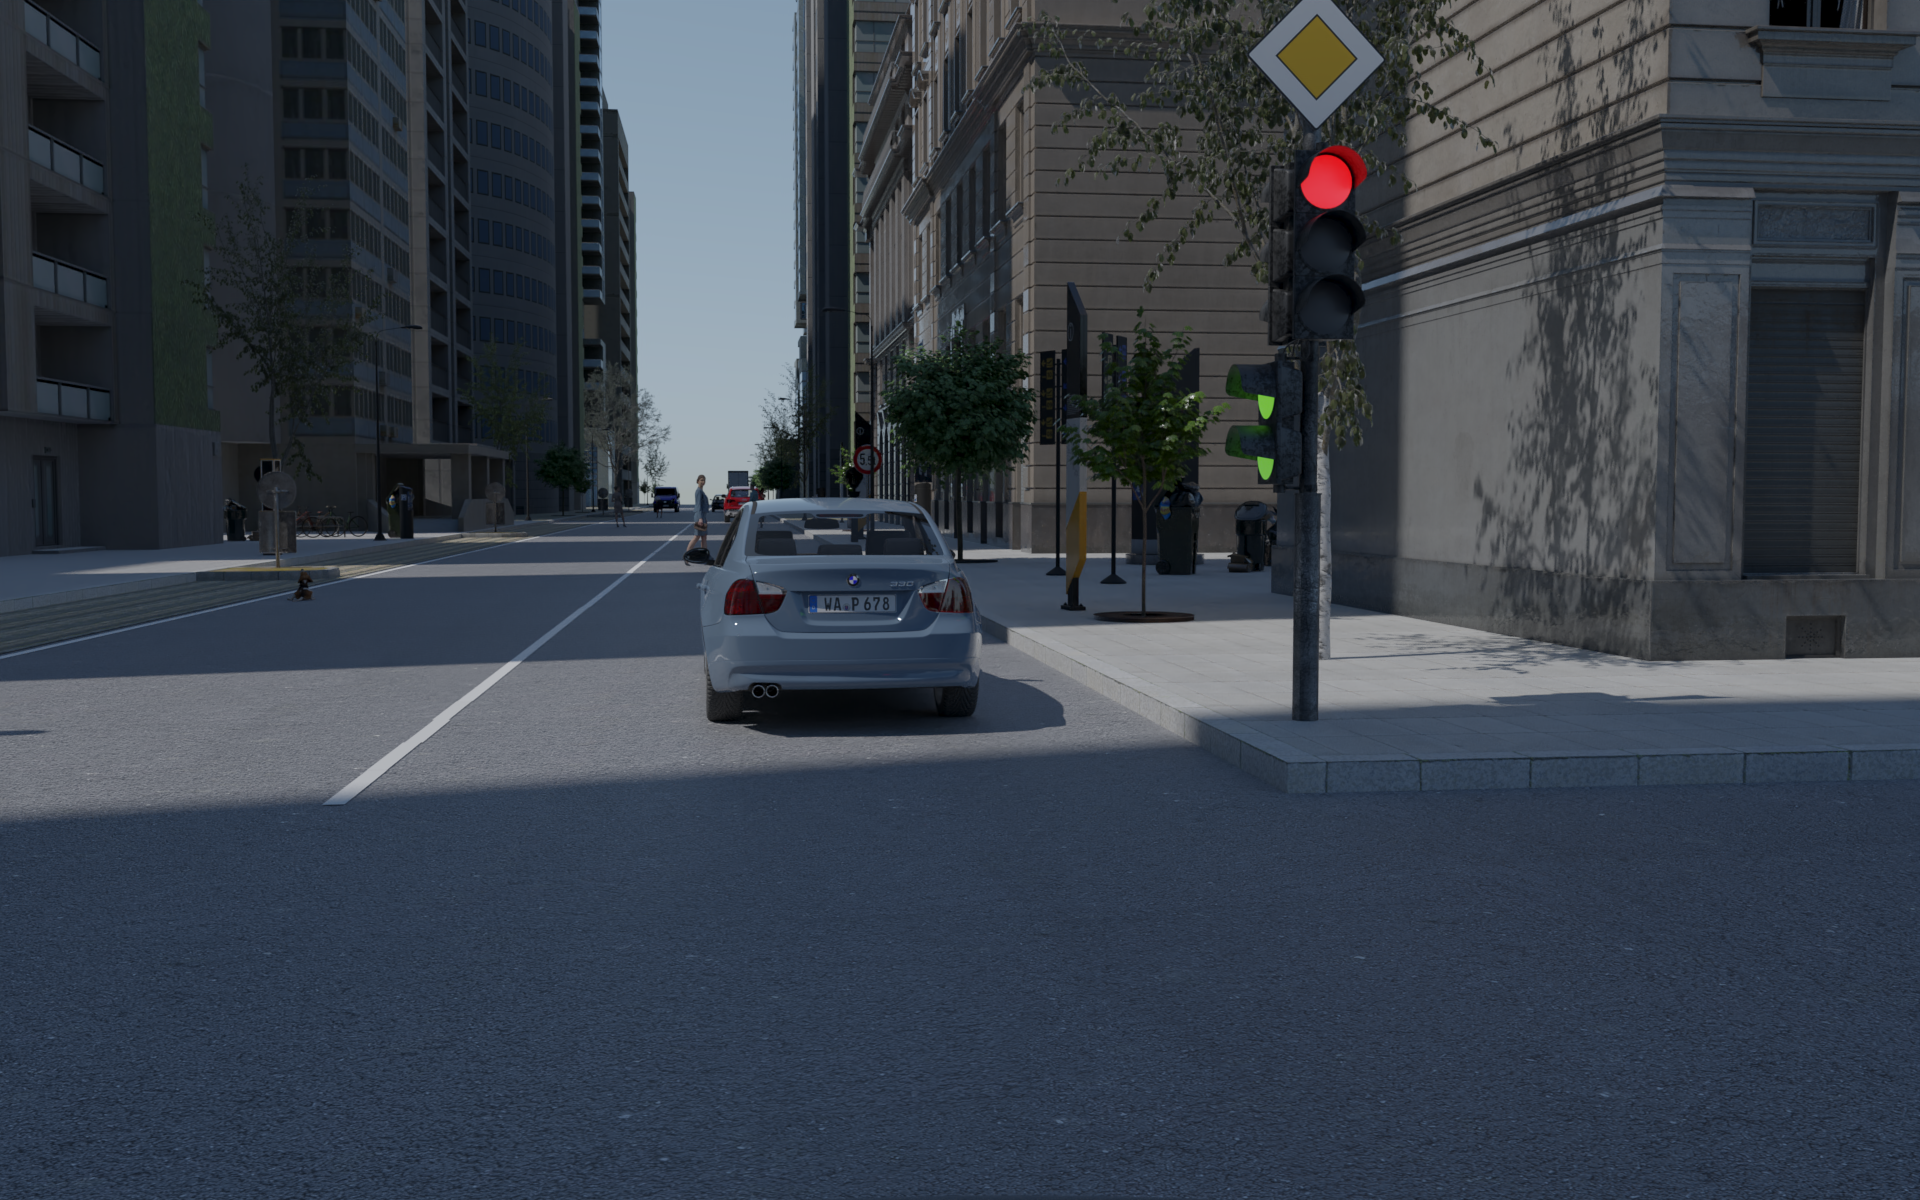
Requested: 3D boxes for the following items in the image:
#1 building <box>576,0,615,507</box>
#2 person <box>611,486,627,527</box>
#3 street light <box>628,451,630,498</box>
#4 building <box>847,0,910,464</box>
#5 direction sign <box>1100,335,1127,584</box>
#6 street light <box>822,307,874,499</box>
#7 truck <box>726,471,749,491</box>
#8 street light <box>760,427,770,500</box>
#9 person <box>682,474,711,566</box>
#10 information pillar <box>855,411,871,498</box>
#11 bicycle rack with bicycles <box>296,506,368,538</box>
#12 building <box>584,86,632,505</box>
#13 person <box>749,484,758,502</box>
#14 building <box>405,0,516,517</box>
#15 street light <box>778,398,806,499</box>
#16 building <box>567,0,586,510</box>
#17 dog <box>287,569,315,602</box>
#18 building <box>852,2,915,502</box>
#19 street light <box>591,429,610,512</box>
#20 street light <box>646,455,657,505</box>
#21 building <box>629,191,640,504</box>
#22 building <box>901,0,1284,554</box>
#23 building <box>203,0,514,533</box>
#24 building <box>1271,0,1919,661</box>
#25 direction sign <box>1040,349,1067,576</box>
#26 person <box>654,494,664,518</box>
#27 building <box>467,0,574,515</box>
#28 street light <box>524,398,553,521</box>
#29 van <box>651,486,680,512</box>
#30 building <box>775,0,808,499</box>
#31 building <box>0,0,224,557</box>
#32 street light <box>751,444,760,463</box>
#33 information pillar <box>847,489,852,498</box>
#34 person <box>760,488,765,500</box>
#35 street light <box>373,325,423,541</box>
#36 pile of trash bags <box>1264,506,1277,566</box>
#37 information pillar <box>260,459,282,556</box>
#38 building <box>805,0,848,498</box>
[{"bbox_3d":[-47.389,-53.056,180.138,22.319,86.520,31.000,0,4,-8],"label":"building"},{"bbox_3d":[-14.737,-4.037,74.842,0.599,1.781,0.374,1,4,15],"label":"person"},{"bbox_3d":[-31.395,-11.895,167.024,1.470,5.913,1.316,0,4,-8],"label":"street light"},{"bbox_3d":[0.689,-25.186,95.380,14.154,41.232,14.086,0,4,-8],"label":"building"},{"bbox_3d":[2.199,-2.002,24.723,0.379,3.537,0.876,2,4,27],"label":"direction sign"},{"bbox_3d":[-2.736,-4.325,43.263,1.470,5.913,1.316,0,4,-8],"label":"street light"},{"bbox_3d":[-27.183,-13.654,212.154,2.839,4.237,11.283,0,4,-8],"label":"truck"},{"bbox_3d":[-12.894,-9.014,119.925,1.470,5.913,1.316,0,4,-8],"label":"street light"},{"bbox_3d":[-5.222,-1.596,34.610,0.654,1.822,0.581,1,4,14],"label":"person"},{"bbox_3d":[-2.746,-3.523,48.959,0.504,3.616,0.183,-1,4,-16],"label":"information pillar"},{"bbox_3d":[-19.152,-2.333,51.520,2.925,0.926,2.852,-2,4,-25],"label":"bicycle rack with bicycles"},{"bbox_3d":[-50.889,-35.695,207.314,21.300,48.544,21.600,0,4,-8],"label":"building"},{"bbox_3d":[-8.699,-3.968,73.244,0.748,1.841,0.638,3,5,40],"label":"person"},{"bbox_3d":[-34.814,-39.902,90.647,20.563,71.187,20.611,0,4,-8],"label":"building"},{"bbox_3d":[-8.053,-6.791,83.571,1.470,5.913,1.316,0,4,-8],"label":"street light"},{"bbox_3d":[-37.581,-27.735,137.069,14.154,41.232,14.086,0,4,-8],"label":"building"},{"bbox_3d":[-8.971,-0.199,23.454,0.550,0.427,0.748,1,4,20],"label":"dog"},{"bbox_3d":[2.918,-14.184,73.713,13.314,21.916,24.055,0,4,-8],"label":"building"},{"bbox_3d":[-25.554,-9.210,123.132,1.470,5.913,1.316,0,4,-8],"label":"street light"},{"bbox_3d":[-36.783,-14.326,206.763,1.470,5.913,1.316,0,4,-8],"label":"street light"},{"bbox_3d":[-49.632,-33.209,226.556,14.154,41.232,14.086,0,4,-8],"label":"building"},{"bbox_3d":[5.526,-15.403,49.099,12.463,27.353,25.104,0,4,-8],"label":"building"},{"bbox_3d":[-33.681,-22.647,62.154,32.217,40.220,23.993,0,4,-8],"label":"building"},{"bbox_3d":[13.509,-10.354,18.439,18.267,20.994,9.793,0,4,-8],"label":"building"},{"bbox_3d":[1.545,-2.157,27.260,0.379,3.537,0.876,-3,4,-37],"label":"direction sign"},{"bbox_3d":[-18.298,-5.707,105.006,0.799,1.438,0.628,1,4,18],"label":"person"},{"bbox_3d":[-38.005,-35.058,115.191,21.231,58.520,28.212,0,4,-8],"label":"building"},{"bbox_3d":[-20.392,-6.809,83.868,1.470,5.913,1.316,0,4,-8],"label":"street light"},{"bbox_3d":[-23.218,-8.113,137.034,2.240,2.365,5.245,0,4,-7],"label":"van"},{"bbox_3d":[-12.879,-55.931,227.138,22.319,86.520,31.000,0,4,-8],"label":"building"},{"bbox_3d":[-25.176,-21.555,36.025,14.154,41.232,14.086,0,4,-8],"label":"building"},{"bbox_3d":[-18.275,-11.470,160.082,1.470,5.913,1.316,0,4,-8],"label":"street light"},{"bbox_3d":[-4.027,-3.698,64.954,0.304,2.012,0.304,3,5,41],"label":"information pillar"},{"bbox_3d":[-12.066,-5.975,106.131,0.705,1.831,1.348,0,4,-1],"label":"person"},{"bbox_3d":[-15.452,-4.593,47.629,1.470,5.913,1.316,0,4,-8],"label":"street light"},{"bbox_3d":[7.075,-1.267,30.471,3.447,1.369,1.912,0,4,7],"label":"pile of trash bags"},{"bbox_3d":[-14.408,-1.942,36.248,0.304,2.012,0.304,0,4,5],"label":"information pillar"},{"bbox_3d":[-2.344,-36.857,144.618,21.231,58.520,28.212,0,4,-8],"label":"building"}]
